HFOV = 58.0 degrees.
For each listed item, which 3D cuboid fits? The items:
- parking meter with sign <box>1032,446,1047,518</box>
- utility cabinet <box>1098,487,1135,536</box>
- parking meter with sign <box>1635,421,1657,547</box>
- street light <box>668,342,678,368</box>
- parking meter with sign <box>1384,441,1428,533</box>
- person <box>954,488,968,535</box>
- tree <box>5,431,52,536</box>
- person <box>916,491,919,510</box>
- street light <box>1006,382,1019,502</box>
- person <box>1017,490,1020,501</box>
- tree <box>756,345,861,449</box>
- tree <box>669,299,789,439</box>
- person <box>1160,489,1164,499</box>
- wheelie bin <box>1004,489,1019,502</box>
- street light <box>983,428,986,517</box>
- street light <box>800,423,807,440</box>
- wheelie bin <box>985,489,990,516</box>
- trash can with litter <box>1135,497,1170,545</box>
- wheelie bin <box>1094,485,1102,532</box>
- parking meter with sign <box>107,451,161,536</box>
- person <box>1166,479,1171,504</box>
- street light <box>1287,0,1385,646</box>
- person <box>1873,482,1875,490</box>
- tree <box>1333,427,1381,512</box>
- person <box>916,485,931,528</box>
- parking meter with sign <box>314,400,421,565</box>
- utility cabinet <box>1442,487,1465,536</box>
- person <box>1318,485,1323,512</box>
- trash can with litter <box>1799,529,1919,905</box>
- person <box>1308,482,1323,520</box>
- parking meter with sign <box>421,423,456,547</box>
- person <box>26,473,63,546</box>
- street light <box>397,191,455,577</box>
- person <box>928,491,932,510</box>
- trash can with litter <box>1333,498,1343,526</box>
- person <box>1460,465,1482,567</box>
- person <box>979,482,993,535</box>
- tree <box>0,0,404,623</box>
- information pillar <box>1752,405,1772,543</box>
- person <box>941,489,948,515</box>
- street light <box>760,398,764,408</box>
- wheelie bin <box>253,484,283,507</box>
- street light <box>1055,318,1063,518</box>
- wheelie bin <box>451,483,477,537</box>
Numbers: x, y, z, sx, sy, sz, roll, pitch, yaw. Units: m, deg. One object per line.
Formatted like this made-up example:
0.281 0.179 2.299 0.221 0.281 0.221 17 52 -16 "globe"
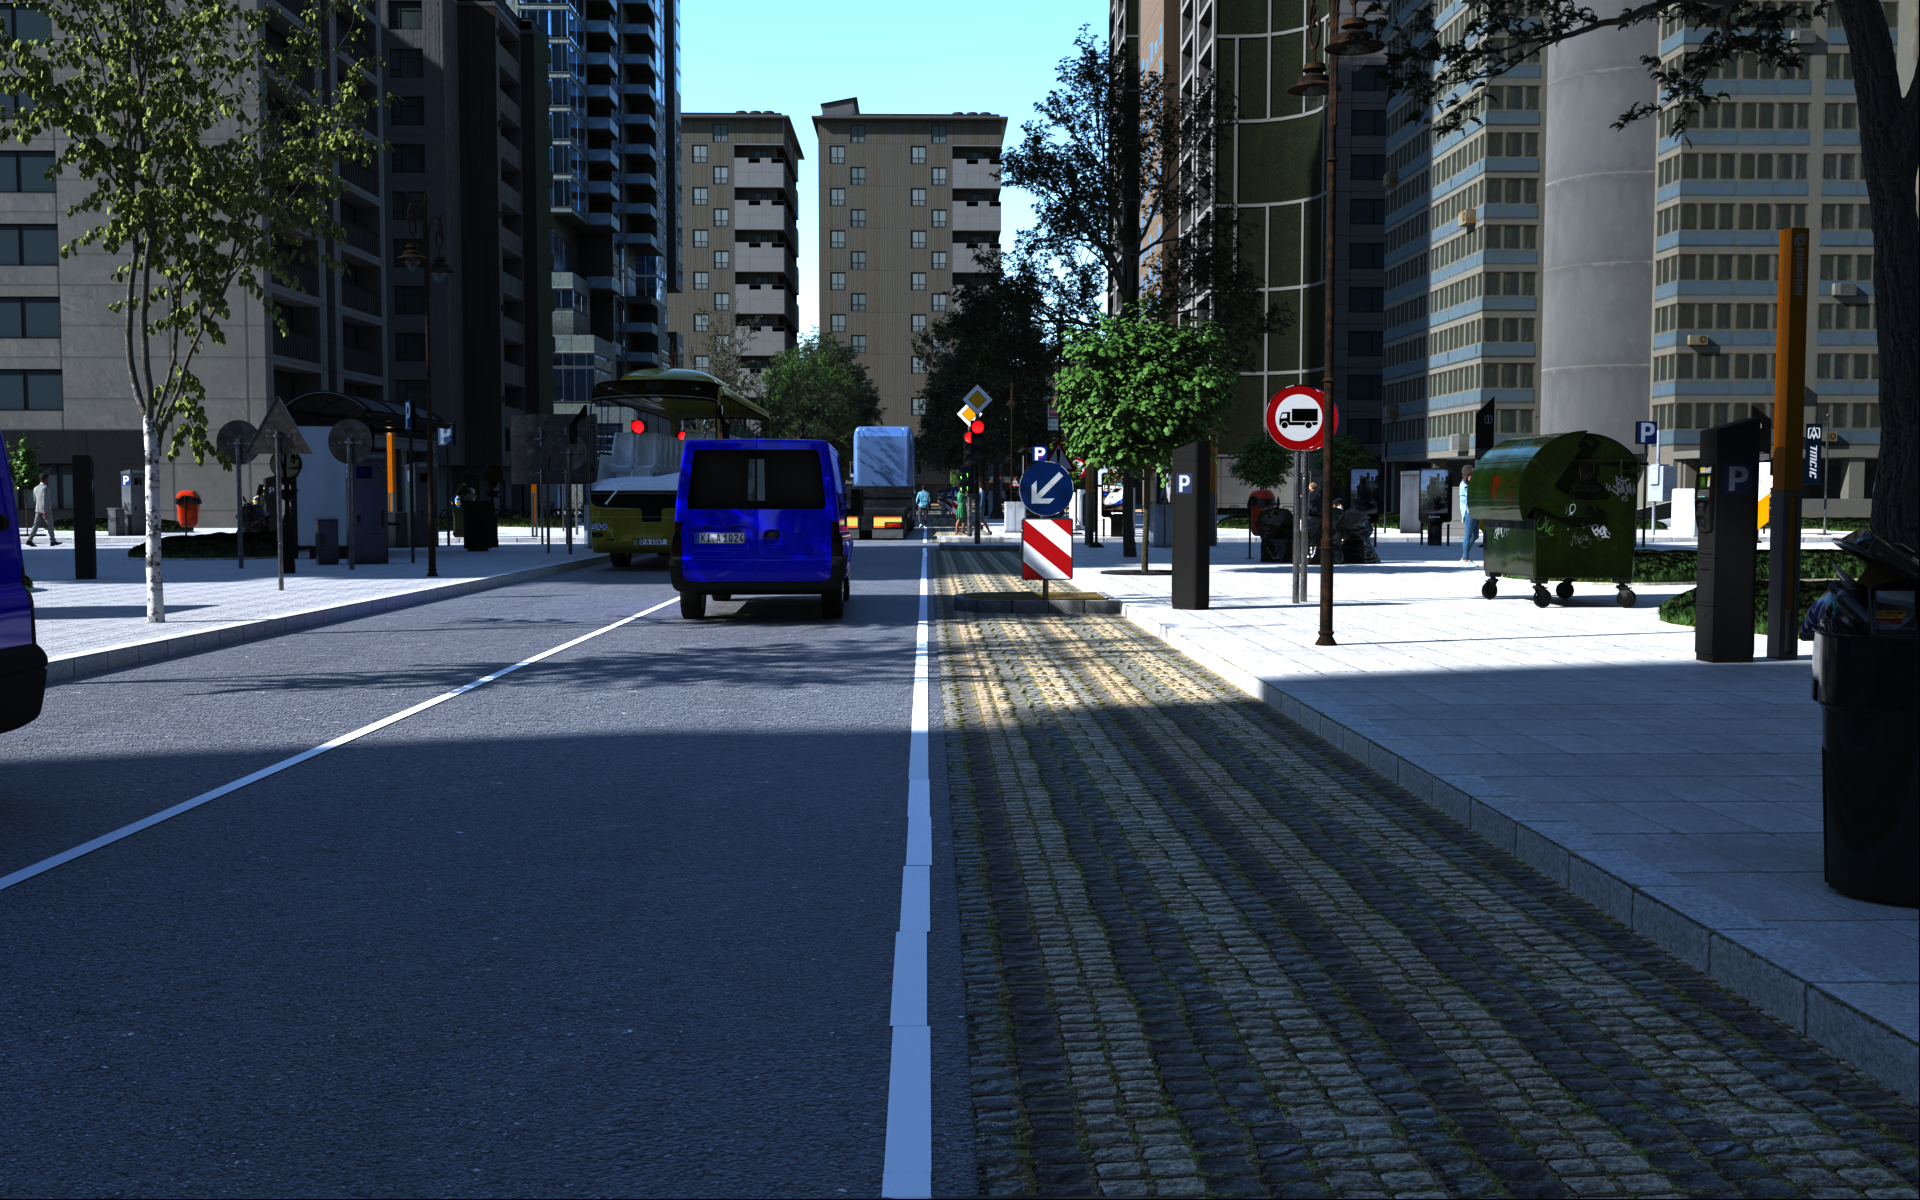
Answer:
2.995 -4.156 64.209 0.543 3.016 1.738 0 4 5 "parking meter with sign"
4.771 -2.695 52.746 1.173 1.500 0.318 3 4 38 "utility cabinet"
16.196 -2.816 42.310 0.543 3.016 1.738 -1 4 -16 "parking meter with sign"
-8.715 -4.892 52.779 0.468 5.910 1.993 0 4 -1 "street light"
14.738 -3.685 56.513 1.738 3.016 0.543 1 4 14 "parking meter with sign"
0.039 -3.183 60.792 0.529 1.795 0.600 -1 4 -22 "person"
-28.493 -3.573 53.018 1.663 3.219 1.824 0 3 0 "tree"
-3.959 -9.118 158.380 0.445 1.727 0.742 0 4 -2 "person"
2.036 -5.840 68.276 0.468 5.910 1.993 0 4 -1 "street light"
6.271 -10.986 186.466 0.445 1.727 0.742 1 4 15 "person"
-10.611 -11.874 119.902 9.928 11.665 9.643 0 3 0 "tree"
-9.280 -7.043 65.517 4.360 8.622 3.978 0 3 0 "tree"
8.521 -3.959 70.971 0.606 1.804 0.583 -3 5 -44 "person"
3.174 -5.961 105.367 0.980 1.594 0.693 -1 4 -22 "wheelie bin"
1.338 -7.612 97.250 0.468 5.910 1.993 0 4 -1 "street light"
-9.966 -8.405 110.209 0.468 5.910 1.993 0 4 -1 "street light"
1.692 -5.782 102.448 0.693 1.594 0.980 -1 4 -12 "wheelie bin"
5.243 -2.029 44.236 1.678 1.210 2.233 0 4 -5 "trash can with litter"
4.716 -3.087 58.386 0.980 1.594 0.693 1 4 9 "wheelie bin"
-25.647 -3.516 53.754 0.543 3.016 1.738 1 4 20 "parking meter with sign"
6.625 -2.900 53.737 0.678 1.792 0.850 1 4 19 "person"
3.110 -2.553 14.537 0.468 5.910 1.993 0 4 -1 "street light"
12.307 -1.016 22.845 0.721 1.800 0.419 -1 4 -15 "person"
18.902 -6.231 85.593 4.285 4.588 4.351 0 3 0 "tree"
-1.587 -4.012 74.119 0.660 1.820 0.620 0 4 -8 "person"
-10.919 -2.174 31.799 1.738 3.016 0.543 -2 4 -29 "parking meter with sign"
14.885 -2.657 52.114 1.173 1.500 0.318 0 4 -5 "utility cabinet"
18.741 -5.088 89.650 0.534 1.772 0.576 1 4 17 "person"
3.264 0.361 5.489 1.055 1.170 0.624 1 4 18 "trash can with litter"
10.337 -2.541 50.471 0.576 1.772 0.534 -3 4 -37 "person"
-13.051 -2.791 41.895 0.543 3.016 1.738 2 4 33 "parking meter with sign"
-22.535 -2.215 42.536 0.678 1.792 0.850 2 4 30 "person"
-8.234 -3.307 26.851 0.468 5.910 1.993 0 4 -1 "street light"
-2.663 -8.959 155.892 0.530 1.710 0.541 2 4 25 "person"
11.734 -2.694 55.429 1.055 1.170 0.624 1 4 14 "trash can with litter"
9.007 -1.487 30.626 0.793 1.790 0.793 0 4 3 "person"
0.732 -2.956 56.862 0.654 1.822 0.581 1 4 12 "person"
-7.820 -4.085 17.154 4.737 8.622 4.395 0 3 0 "tree"
20.897 -3.297 45.259 0.504 3.616 0.183 2 4 30 "information pillar"
-0.978 -5.923 105.889 0.362 1.759 0.519 2 4 29 "person"
-9.297 -6.649 81.495 0.468 5.910 1.993 0 4 -1 "street light"
-22.290 -2.940 55.970 0.980 1.594 0.693 -3 5 -43 "wheelie bin"
2.503 -4.321 43.441 0.468 5.910 1.993 0 4 -1 "street light"
-14.766 -2.671 51.578 0.693 1.594 0.980 -1 4 -10 "wheelie bin"
